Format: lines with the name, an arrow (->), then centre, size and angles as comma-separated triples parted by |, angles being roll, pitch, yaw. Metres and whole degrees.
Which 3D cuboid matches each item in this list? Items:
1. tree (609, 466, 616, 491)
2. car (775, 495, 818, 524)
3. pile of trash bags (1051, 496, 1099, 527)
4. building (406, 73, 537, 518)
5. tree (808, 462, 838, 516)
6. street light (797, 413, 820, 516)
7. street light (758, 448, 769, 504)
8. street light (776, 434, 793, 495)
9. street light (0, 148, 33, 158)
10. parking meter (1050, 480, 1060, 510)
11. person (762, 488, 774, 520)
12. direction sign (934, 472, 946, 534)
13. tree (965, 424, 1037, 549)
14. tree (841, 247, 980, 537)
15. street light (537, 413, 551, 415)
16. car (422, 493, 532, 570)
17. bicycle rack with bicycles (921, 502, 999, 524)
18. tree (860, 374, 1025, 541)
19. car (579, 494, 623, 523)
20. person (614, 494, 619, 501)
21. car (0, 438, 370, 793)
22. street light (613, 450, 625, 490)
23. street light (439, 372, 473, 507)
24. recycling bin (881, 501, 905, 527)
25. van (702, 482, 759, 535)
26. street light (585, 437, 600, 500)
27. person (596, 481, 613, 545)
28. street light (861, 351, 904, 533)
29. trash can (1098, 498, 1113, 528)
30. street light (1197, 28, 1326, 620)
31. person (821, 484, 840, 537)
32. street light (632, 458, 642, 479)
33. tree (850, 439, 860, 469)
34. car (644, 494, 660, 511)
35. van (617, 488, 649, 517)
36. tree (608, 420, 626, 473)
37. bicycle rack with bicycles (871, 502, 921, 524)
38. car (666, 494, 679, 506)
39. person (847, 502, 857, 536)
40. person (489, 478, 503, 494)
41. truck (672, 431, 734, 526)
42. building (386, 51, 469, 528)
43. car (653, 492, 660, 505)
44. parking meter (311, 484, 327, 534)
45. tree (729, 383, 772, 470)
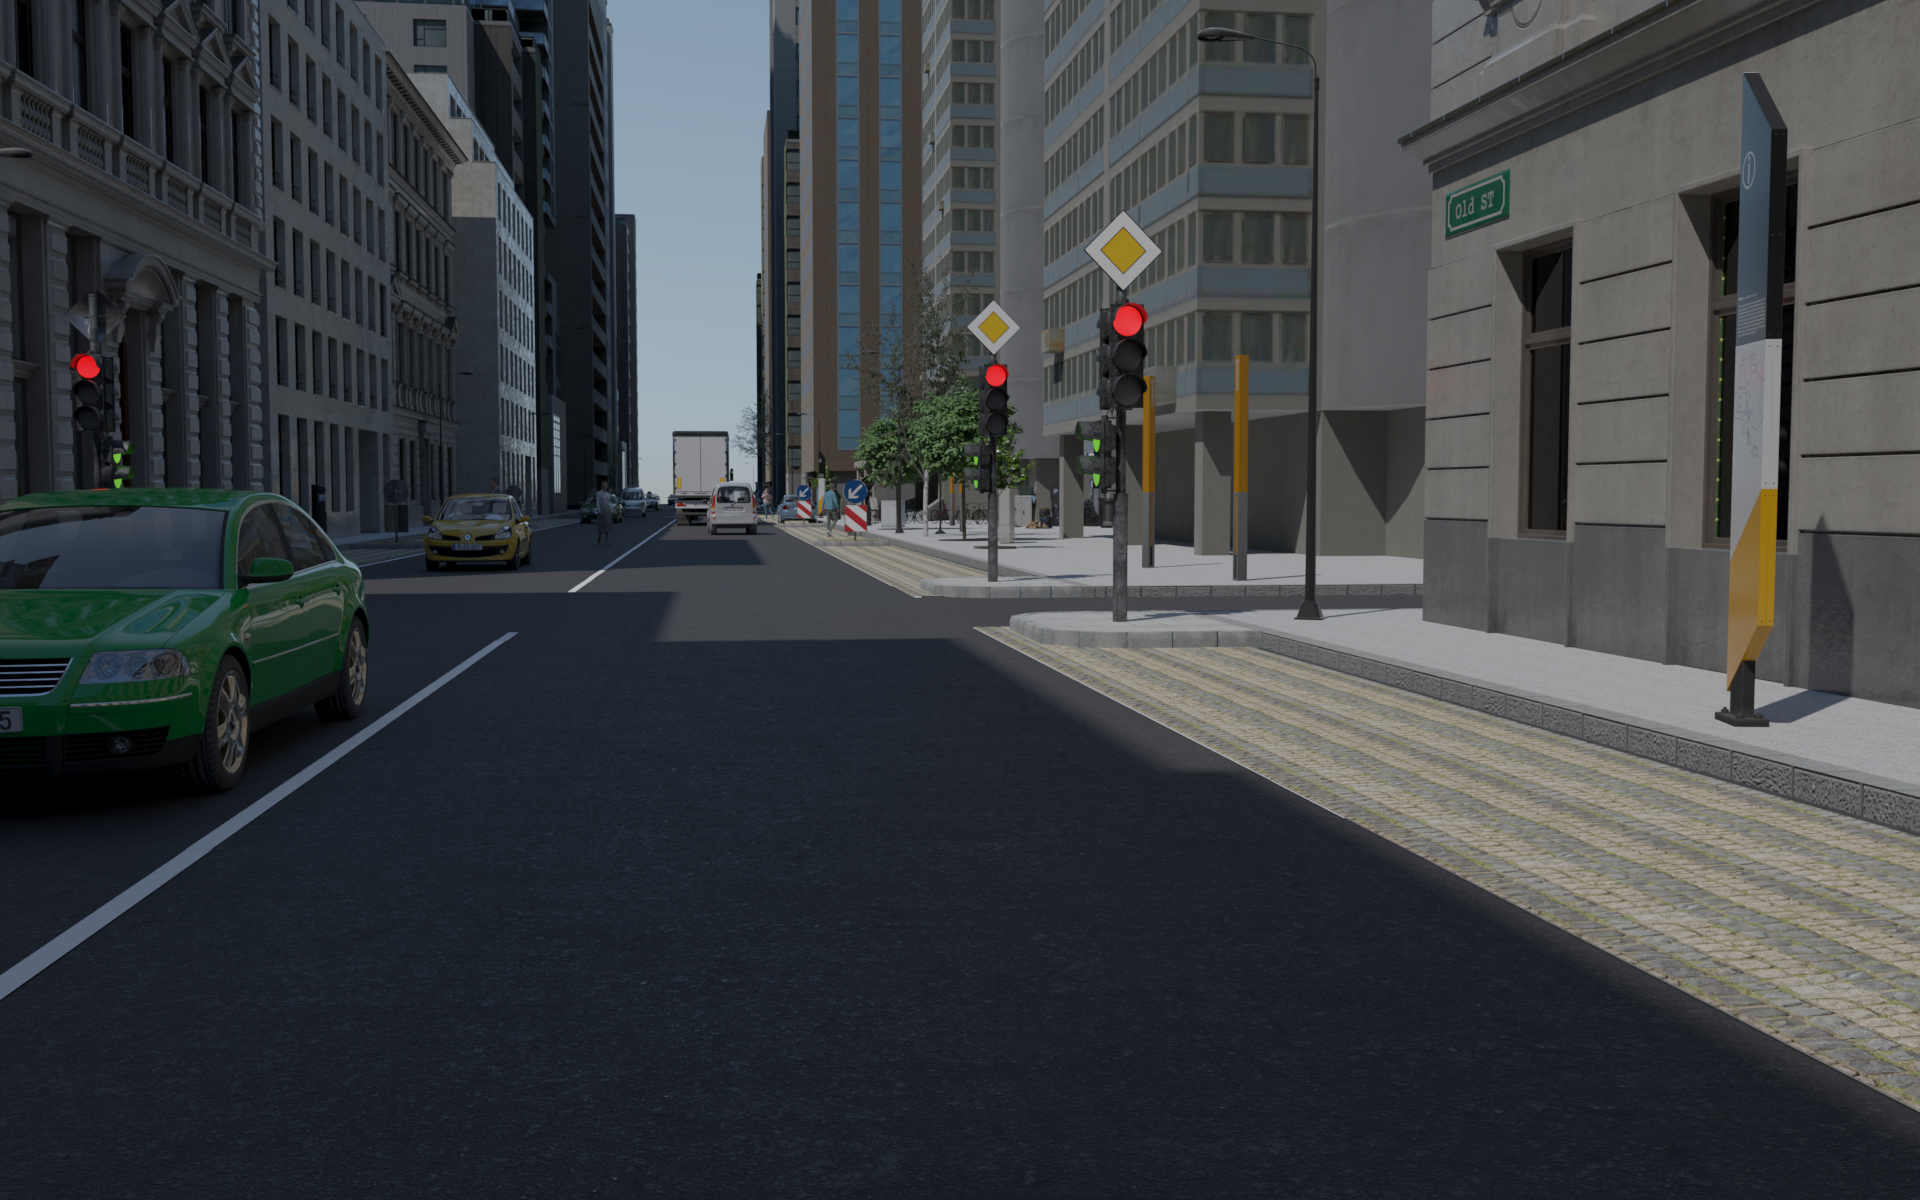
tree -> -34.654, -11.229, 167.305 | 4.285, 4.588, 4.351 | 0, 3, 0
car -> -7.710, -4.274, 81.875 | 2.014, 1.417, 4.499 | 0, 4, -8
pile of trash bags -> 5.240, -3.622, 68.965 | 3.447, 1.369, 1.912 | 1, 4, 10
building -> -27.561, -14.209, 87.065 | 10.420, 20.320, 16.860 | 0, 4, -8
tree -> -7.943, -6.615, 102.763 | 1.663, 3.219, 1.824 | 0, 3, 0
street light -> -8.589, -7.746, 99.190 | 1.470, 5.913, 1.316 | 0, 4, -8
street light -> -19.586, -12.410, 175.447 | 1.470, 5.913, 1.316 | 0, 4, -8
street light -> -13.422, -9.812, 132.961 | 1.470, 5.913, 1.316 | 0, 4, -8
street light -> -13.152, -3.107, 23.338 | 1.470, 5.913, 1.316 | 0, 4, -8
parking meter -> 3.962, -4.063, 72.147 | 0.399, 1.863, 0.255 | 0, 4, 0
person -> -10.363, -5.181, 93.797 | 0.643, 1.750, 0.593 | 3, 5, 43
direction sign -> -0.635, -3.900, 55.756 | 0.876, 3.537, 0.379 | 3, 4, 36
tree -> 0.729, -2.814, 40.618 | 1.663, 3.219, 1.824 | 0, 3, 0
tree -> -1.161, -6.212, 51.936 | 4.360, 8.622, 3.978 | 0, 3, 0
street light -> -24.050, -7.730, 98.934 | 1.470, 5.913, 1.316 | 0, 4, -8
car -> -9.384, -1.445, 33.845 | 2.015, 1.641, 3.980 | -1, 4, -9
bicycle rack with bicycles -> 0.385, -3.708, 74.003 | 2.852, 0.926, 2.925 | -2, 4, -28
tree -> 0.190, -3.907, 47.599 | 4.285, 4.588, 4.351 | 0, 3, 0
car -> -17.777, -4.536, 85.963 | 2.131, 1.459, 4.920 | 0, 4, -7
person -> -25.988, -7.254, 130.364 | 0.557, 1.426, 1.065 | 3, 5, 44
car -> -4.550, -0.049, 9.603 | 1.959, 1.807, 4.718 | 0, 4, -7
street light -> -35.730, -12.766, 181.257 | 1.470, 5.913, 1.316 | 0, 4, -8
street light -> -19.175, -5.707, 65.850 | 1.470, 5.913, 1.316 | 0, 4, -8
recycling bin -> -2.584, -3.324, 66.895 | 0.722, 1.027, 0.722 | 1, 4, 21
van -> -8.187, -3.364, 62.014 | 2.013, 2.044, 4.112 | -1, 4, -10
street light -> -30.021, -10.322, 141.309 | 1.470, 5.913, 1.316 | 0, 4, -8
person -> -10.182, -2.487, 49.384 | 0.478, 1.798, 0.641 | -2, 4, -31
street light -> -2.507, -5.122, 56.294 | 1.470, 5.913, 1.316 | 0, 4, -8
trash can -> 5.552, -3.292, 65.481 | 0.748, 1.137, 0.748 | 0, 3, 0
street light -> 3.052, -2.750, 17.506 | 1.470, 5.913, 1.316 | 0, 4, -8
person -> -4.344, -3.005, 57.972 | 0.601, 1.785, 0.444 | 3, 5, 43
street light -> -41.784, -15.385, 224.085 | 1.470, 5.913, 1.316 | 0, 4, -8
tree -> -2.334, -4.822, 62.559 | 4.285, 4.588, 4.351 | 0, 3, 0
car -> -26.932, -8.422, 149.502 | 2.131, 1.459, 4.920 | 0, 4, -8
van -> -20.851, -6.322, 110.375 | 2.013, 2.044, 4.112 | -1, 4, -10
tree -> -35.420, -13.594, 172.620 | 4.360, 8.622, 3.978 | 0, 3, 0
bicycle rack with bicycles -> -2.860, -3.765, 74.938 | 2.925, 0.926, 2.852 | -1, 4, -16
car -> -35.975, -12.753, 218.295 | 2.009, 1.686, 4.222 | -1, 4, -9
person -> -3.659, -3.123, 59.364 | 0.447, 1.846, 0.655 | -1, 4, -8
person -> -10.652, -1.906, 39.792 | 0.853, 1.813, 0.709 | -2, 4, -30
truck -> -12.208, -5.713, 82.325 | 2.839, 4.237, 11.283 | 0, 4, -7
building -> -25.925, -12.433, 67.911 | 10.561, 19.102, 19.286 | 0, 4, -8
car -> -41.838, -13.862, 236.228 | 1.945, 1.707, 3.694 | -1, 4, -8
parking meter -> -16.657, -2.239, 45.023 | 0.372, 1.533, 0.369 | 0, 3, 0
tree -> -19.342, -16.767, 184.507 | 12.009, 13.543, 11.850 | 0, 3, 0
